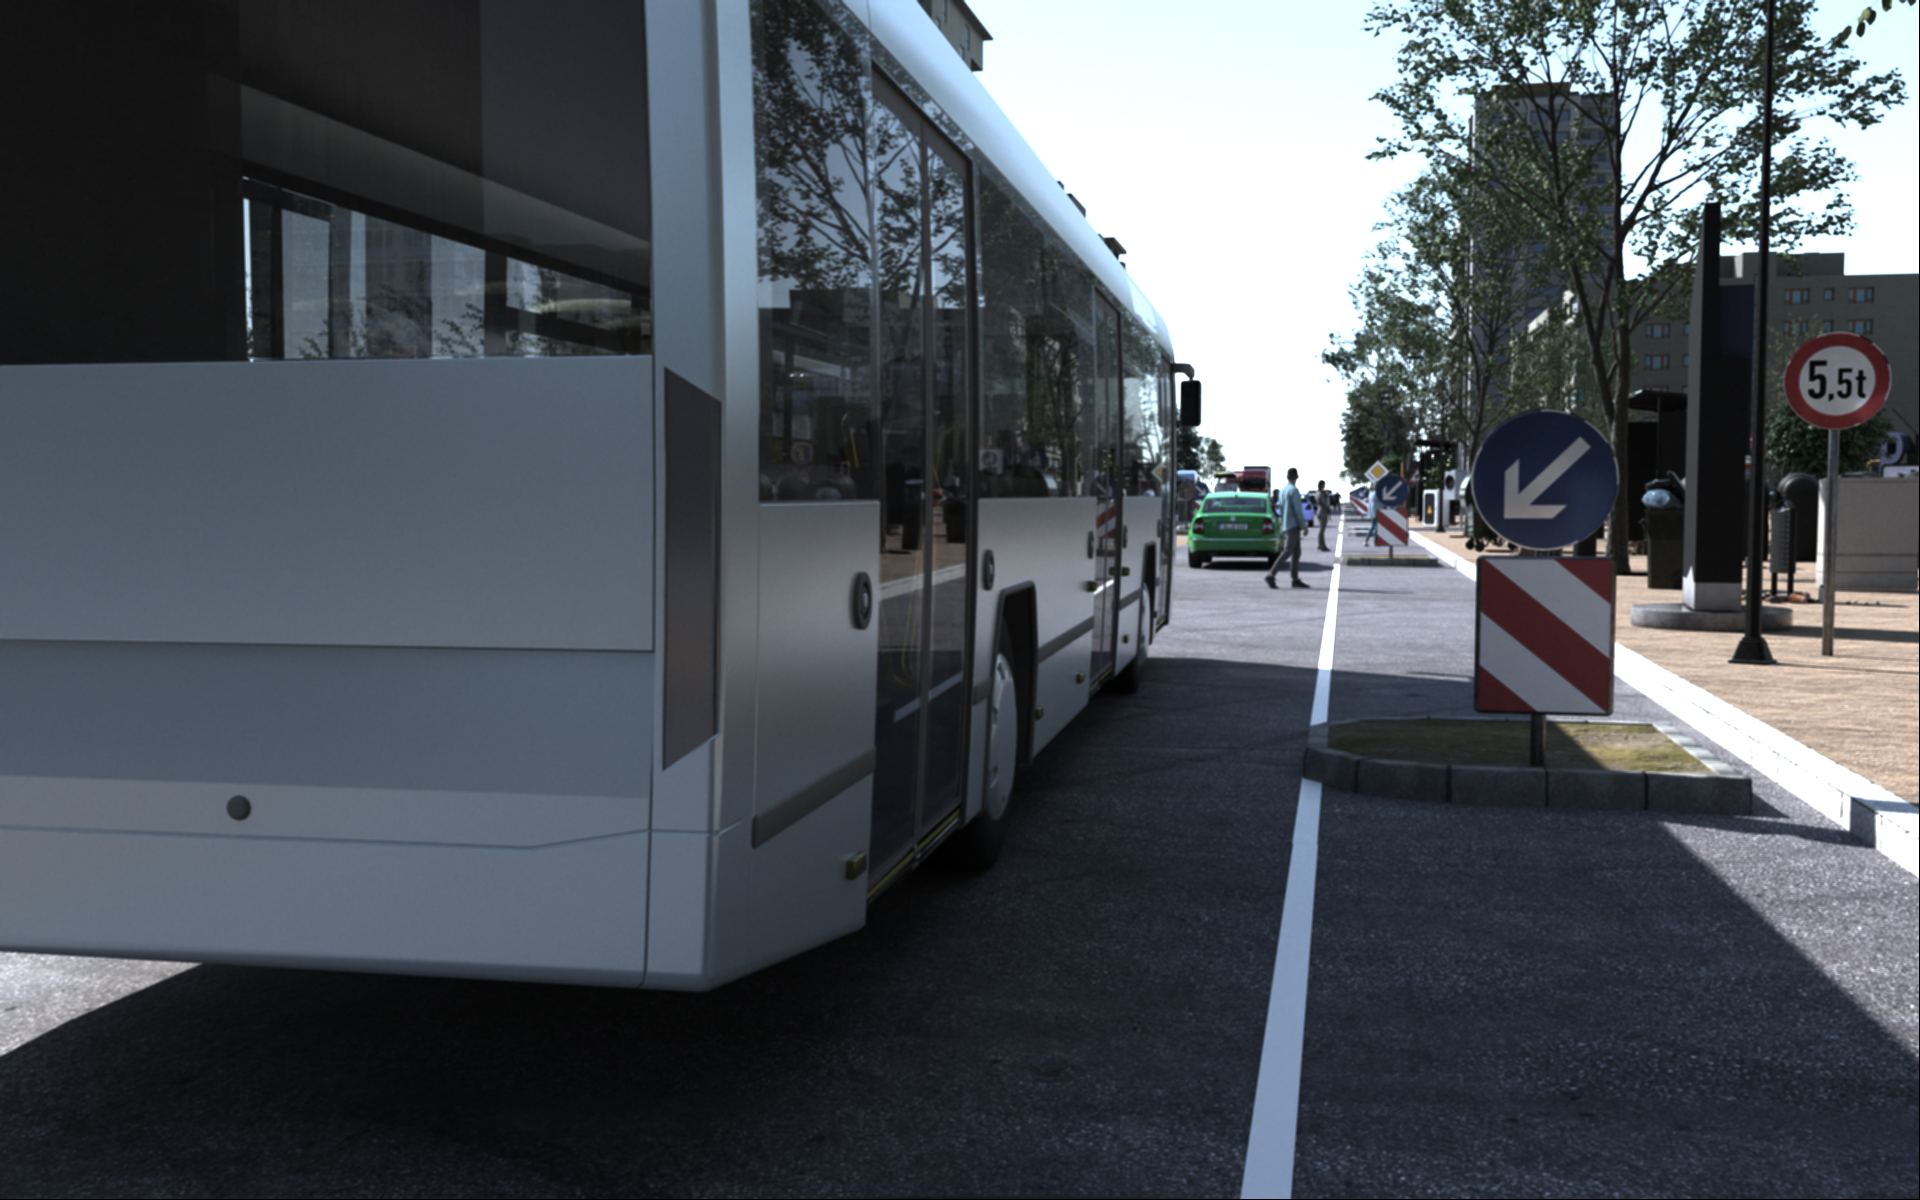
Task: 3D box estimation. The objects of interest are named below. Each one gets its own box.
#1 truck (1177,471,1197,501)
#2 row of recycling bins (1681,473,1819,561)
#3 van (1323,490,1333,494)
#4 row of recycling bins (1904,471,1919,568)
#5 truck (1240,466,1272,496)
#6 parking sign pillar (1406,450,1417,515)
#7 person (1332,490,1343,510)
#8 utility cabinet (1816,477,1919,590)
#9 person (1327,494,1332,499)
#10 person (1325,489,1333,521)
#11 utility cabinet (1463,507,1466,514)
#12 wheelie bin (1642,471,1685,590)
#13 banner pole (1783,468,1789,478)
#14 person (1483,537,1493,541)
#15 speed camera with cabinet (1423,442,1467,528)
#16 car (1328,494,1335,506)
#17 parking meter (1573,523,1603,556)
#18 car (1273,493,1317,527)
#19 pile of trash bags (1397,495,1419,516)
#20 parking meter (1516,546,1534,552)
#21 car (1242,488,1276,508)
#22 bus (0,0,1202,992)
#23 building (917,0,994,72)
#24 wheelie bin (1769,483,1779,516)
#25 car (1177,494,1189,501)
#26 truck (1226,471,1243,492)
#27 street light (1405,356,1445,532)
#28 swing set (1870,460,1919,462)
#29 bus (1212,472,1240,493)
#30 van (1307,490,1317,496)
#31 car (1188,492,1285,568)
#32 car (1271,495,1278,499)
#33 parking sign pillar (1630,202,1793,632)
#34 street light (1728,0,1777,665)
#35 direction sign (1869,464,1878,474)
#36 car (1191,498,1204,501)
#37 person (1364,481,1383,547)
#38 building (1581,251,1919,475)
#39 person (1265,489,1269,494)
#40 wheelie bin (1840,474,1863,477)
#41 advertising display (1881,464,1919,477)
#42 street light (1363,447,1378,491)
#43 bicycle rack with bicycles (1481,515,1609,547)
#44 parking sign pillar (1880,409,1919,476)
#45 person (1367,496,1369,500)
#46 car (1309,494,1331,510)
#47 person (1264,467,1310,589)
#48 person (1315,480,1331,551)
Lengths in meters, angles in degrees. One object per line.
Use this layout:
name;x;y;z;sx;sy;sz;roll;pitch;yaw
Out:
truck;27.374;-13.095;203.857;2.967;4.110;18.799;1;4;14
row of recycling bins;15.768;-1.617;33.556;3.534;1.692;1.069;1;4;19
van;52.222;-14.819;246.679;2.240;2.365;5.245;1;4;14
row of recycling bins;17.307;-1.415;30.242;3.534;1.692;1.069;2;4;27
truck;29.839;-11.326;174.091;2.839;4.237;11.283;1;4;13
parking sign pillar;27.631;-7.196;106.118;1.447;3.967;1.447;0;4;4
person;33.750;-8.914;154.800;0.990;1.755;0.434;1;4;10
utility cabinet;12.062;-0.877;23.018;1.173;1.500;0.318;1;4;9
person;34.867;-9.531;165.041;1.217;1.735;0.721;2;4;27
person;19.559;-5.068;92.369;0.522;1.701;0.512;3;5;40
utility cabinet;32.791;-6.293;114.055;1.020;1.237;0.306;0;4;-2
wheelie bin;9.648;-0.956;23.542;0.693;1.594;0.980;2;4;26
banner pole;30.636;-4.500;63.596;0.863;3.779;0.401;1;4;9
person;14.619;-2.567;47.877;0.748;1.841;0.638;-2;4;-30
speed camera with cabinet;18.604;-4.412;66.475;0.660;3.252;2.038;-1;4;-20
car;41.859;-11.440;196.826;2.009;1.686;4.222;1;4;13
parking meter;10.664;-1.292;29.539;0.372;1.533;0.369;0;3;0
car;14.801;-4.102;76.653;1.945;1.707;3.694;1;4;12
pile of trash bags;27.158;-5.631;101.825;3.447;1.369;1.912;3;5;42
parking meter;11.844;-1.861;36.135;0.399;1.863;0.255;-1;4;-22
car;9.350;-2.937;56.824;1.959;1.807;4.718;1;4;13
bus;-0.429;-0.920;9.898;2.948;3.499;13.247;1;4;11
building;-12.895;-36.028;178.303;28.713;52.752;27.495;1;4;12
wheelie bin;22.674;-2.431;47.654;0.980;1.594;0.693;0;4;0
car;23.352;-10.632;184.049;2.015;1.641;3.980;1;4;13
truck;34.018;-13.647;212.037;2.839;4.237;11.283;1;4;13
street light;15.621;-5.236;58.142;1.470;5.913;1.316;1;4;12
swing set;43.165;-4.986;79.146;3.119;2.851;2.862;3;5;43
bus;29.936;-12.387;194.071;2.896;3.916;12.252;1;4;11
van;35.398;-10.148;172.936;2.013;2.044;4.112;1;4;13
car;5.622;-1.597;34.913;1.959;1.807;4.718;1;4;12
car;42.768;-13.691;232.890;2.155;1.783;4.494;1;4;12
parking sign pillar;7.273;-1.725;16.671;1.447;3.967;1.447;1;4;18
street light;5.498;-2.482;13.114;1.470;5.913;1.316;1;4;12
direction sign;67.798;-8.354;128.591;0.876;3.537;0.379;-1;4;-20
car;22.254;-8.972;159.269;1.945;1.354;3.894;1;4;11
person;11.307;-2.353;47.232;0.793;1.790;0.793;3;5;42
building;66.642;-18.784;152.152;27.650;21.520;28.899;1;4;12
person;22.686;-7.295;128.112;0.374;1.781;0.599;3;5;40
wheelie bin;13.822;-1.159;26.854;0.980;1.594;0.693;-3;4;-37
advertising display;20.251;-1.950;37.091;0.974;1.923;0.123;2;4;33
street light;40.257;-12.038;169.364;1.470;5.913;1.316;1;4;12
bicycle rack with bicycles;13.826;-1.786;42.576;2.925;0.926;2.852;-2;4;-34
parking sign pillar;29.342;-4.015;54.112;1.447;3.967;1.447;0;4;-6
person;69.137;-17.591;293.657;1.348;1.823;0.705;2;4;31
car;28.686;-7.895;138.872;2.009;1.686;4.222;1;4;13
person;4.986;-1.104;26.408;0.748;1.841;0.638;0;4;-2
person;9.138;-2.112;43.309;0.573;1.790;0.520;-1;4;-22
